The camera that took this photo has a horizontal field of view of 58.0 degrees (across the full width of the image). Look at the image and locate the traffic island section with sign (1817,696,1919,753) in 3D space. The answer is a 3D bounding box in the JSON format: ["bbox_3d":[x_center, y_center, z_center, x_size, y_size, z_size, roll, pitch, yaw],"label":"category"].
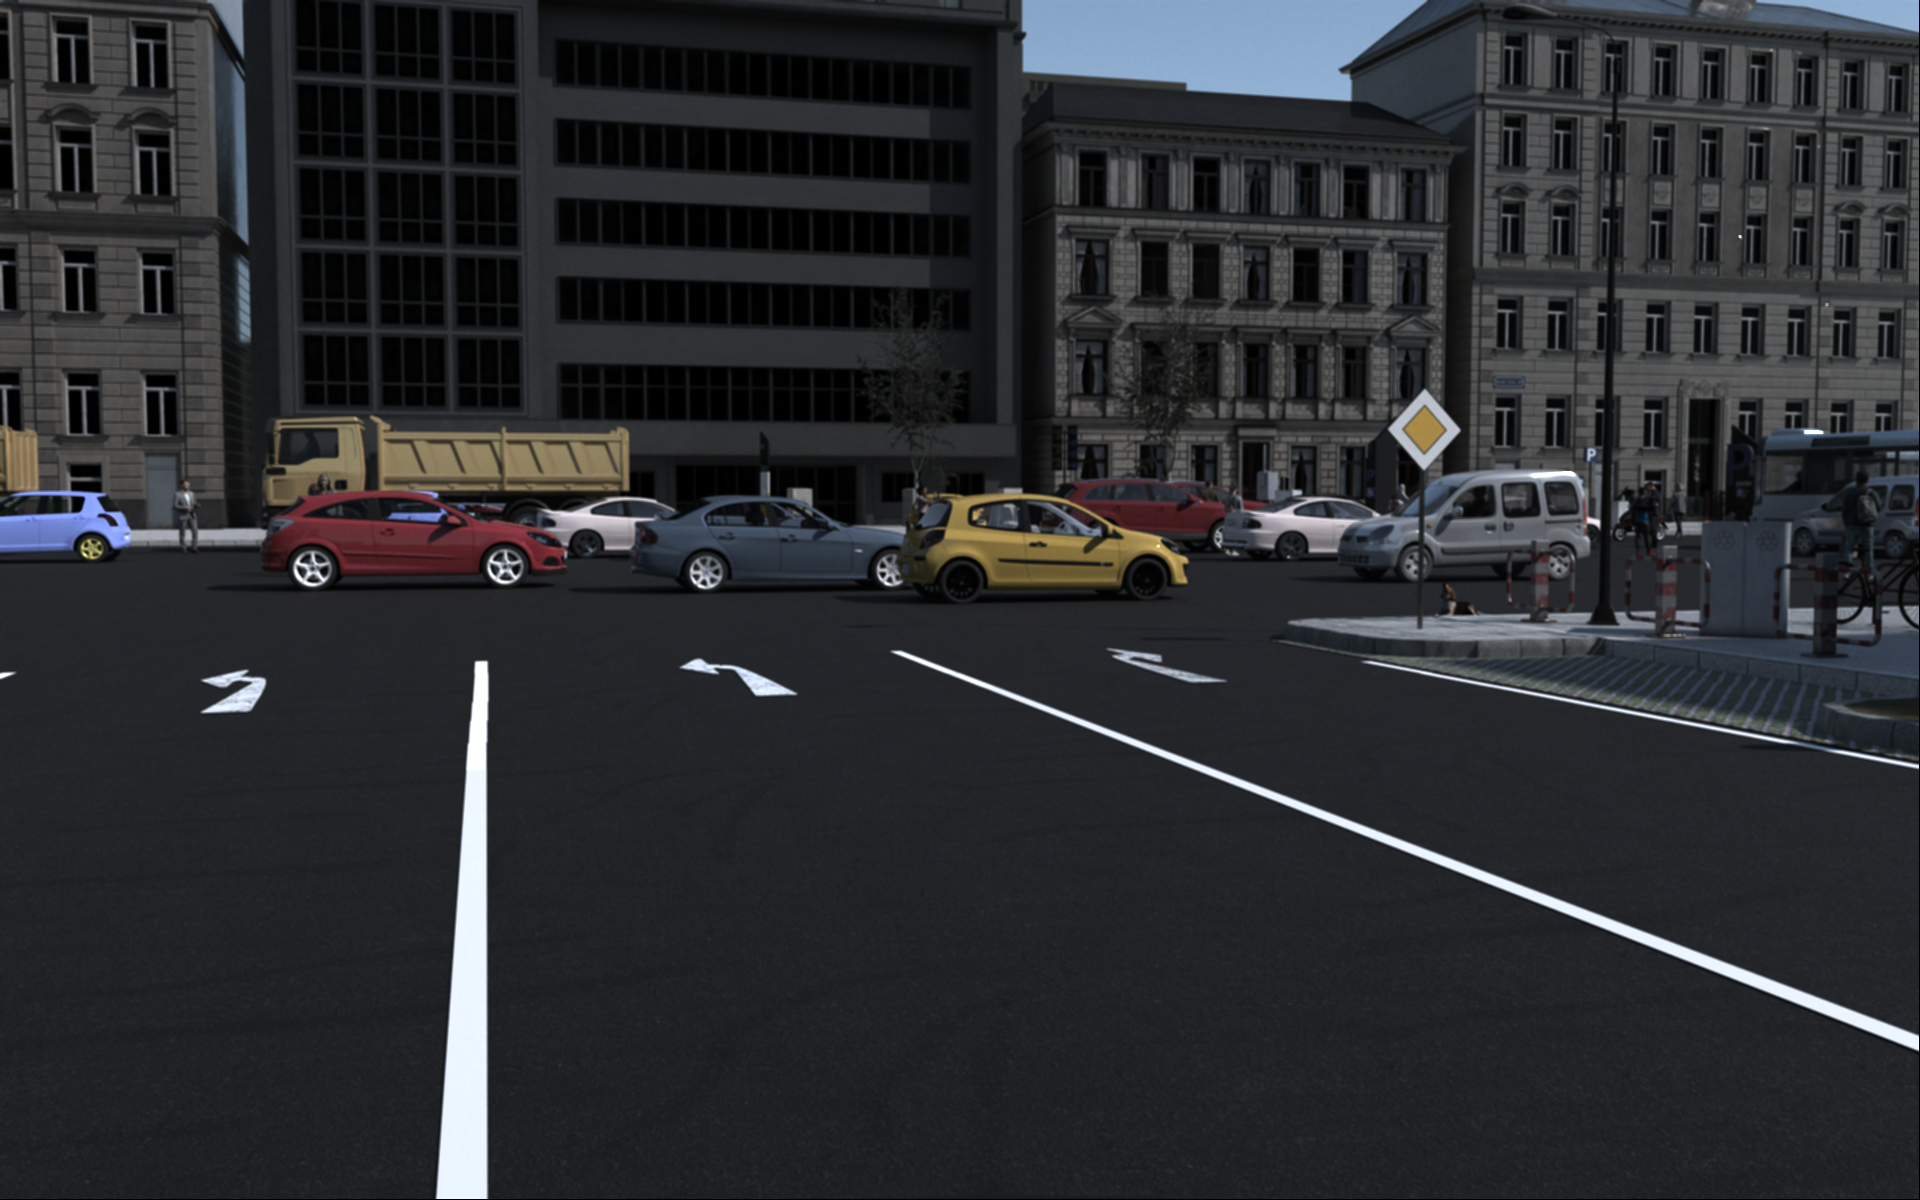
[{"bbox_3d":[6.181,-0.080,9.930,1.989,1.847,2.006,-1,4,-15],"label":"traffic island section with sign"}]

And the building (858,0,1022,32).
[{"bbox_3d":[-3.857,-27.417,131.862,14.154,41.232,14.086,-1,4,-15],"label":"building"}]

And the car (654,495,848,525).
[{"bbox_3d":[-4.503,-1.587,37.949,4.499,1.417,2.014,-1,4,-16],"label":"car"}]

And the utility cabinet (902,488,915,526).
[{"bbox_3d":[-1.939,-3.634,68.097,0.318,1.500,1.173,-1,4,-22],"label":"utility cabinet"}]

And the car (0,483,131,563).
[{"bbox_3d":[-19.540,-1.644,36.478,3.694,1.707,1.945,-1,4,-16],"label":"car"}]

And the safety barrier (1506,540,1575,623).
[{"bbox_3d":[5.802,-0.187,17.339,0.300,0.817,1.120,-1,4,-15],"label":"safety barrier"}]

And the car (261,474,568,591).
[{"bbox_3d":[-8.349,-1.077,26.644,4.494,1.783,2.155,-1,4,-15],"label":"car"}]

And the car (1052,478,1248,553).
[{"bbox_3d":[4.606,-2.070,42.525,5.304,1.827,2.281,-1,4,-14],"label":"car"}]

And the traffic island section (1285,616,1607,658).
[{"bbox_3d":[4.391,0.354,16.489,2.009,0.180,2.903,-1,4,-15],"label":"traffic island section"}]

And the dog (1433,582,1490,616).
[{"bbox_3d":[5.851,0.002,20.158,0.748,0.427,0.550,1,4,9],"label":"dog"}]

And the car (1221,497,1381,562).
[{"bbox_3d":[8.123,-1.562,37.908,4.827,1.381,2.083,-1,4,-14],"label":"car"}]

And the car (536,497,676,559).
[{"bbox_3d":[-7.263,-1.670,39.674,4.827,1.381,2.083,-1,4,-16],"label":"car"}]

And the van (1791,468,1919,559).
[{"bbox_3d":[20.985,-1.998,39.672,2.013,2.044,4.112,-1,4,-17],"label":"van"}]

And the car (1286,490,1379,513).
[{"bbox_3d":[9.376,-2.072,43.663,2.009,1.686,4.222,-1,4,-15],"label":"car"}]

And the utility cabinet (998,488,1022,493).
[{"bbox_3d":[1.876,-3.462,65.276,0.318,1.500,1.173,3,4,38],"label":"utility cabinet"}]

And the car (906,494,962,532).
[{"bbox_3d":[-0.423,-2.530,51.597,2.015,1.641,3.980,-1,4,-15],"label":"car"}]

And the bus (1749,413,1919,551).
[{"bbox_3d":[23.956,-2.833,41.174,2.948,3.499,13.247,-1,4,-16],"label":"bus"}]

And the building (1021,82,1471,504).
[{"bbox_3d":[11.305,-13.021,77.529,19.286,19.102,10.561,-1,4,-15],"label":"building"}]

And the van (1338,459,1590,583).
[{"bbox_3d":[8.384,-1.342,28.960,4.112,2.044,2.013,-1,4,-15],"label":"van"}]

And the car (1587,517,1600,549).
[{"bbox_3d":[14.759,-2.039,45.700,4.827,1.381,2.083,-1,4,-14],"label":"car"}]

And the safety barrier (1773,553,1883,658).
[{"bbox_3d":[6.813,0.040,13.627,0.300,0.817,1.120,-1,4,-15],"label":"safety barrier"}]

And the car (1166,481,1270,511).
[{"bbox_3d":[7.188,-2.692,52.691,5.304,1.827,2.281,-1,4,-16],"label":"car"}]

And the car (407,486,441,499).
[{"bbox_3d":[-11.637,-1.661,36.749,1.945,1.707,3.694,-1,4,-16],"label":"car"}]

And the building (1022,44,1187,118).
[{"bbox_3d":[0.568,-28.191,152.799,32.217,40.220,23.993,-1,4,-15],"label":"building"}]

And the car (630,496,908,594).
[{"bbox_3d":[-2.671,-0.857,26.009,4.499,1.417,2.014,-1,4,-16],"label":"car"}]

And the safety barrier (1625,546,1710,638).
[{"bbox_3d":[6.312,-0.074,15.481,0.300,0.817,1.120,-1,4,-15],"label":"safety barrier"}]

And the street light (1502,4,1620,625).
[{"bbox_3d":[5.816,-2.704,16.752,1.470,5.913,1.316,-1,4,-15],"label":"street light"}]

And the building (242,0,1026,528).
[{"bbox_3d":[-13.288,-15.525,72.907,30.058,24.678,14.314,-1,4,-15],"label":"building"}]

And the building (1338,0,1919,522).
[{"bbox_3d":[32.598,-17.546,84.139,25.104,27.353,12.463,-1,4,-15],"label":"building"}]

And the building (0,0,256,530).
[{"bbox_3d":[-39.889,-16.321,64.114,25.104,27.353,12.463,-1,4,-15],"label":"building"}]

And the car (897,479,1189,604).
[{"bbox_3d":[1.155,-0.822,23.656,3.980,1.641,2.015,-1,4,-15],"label":"car"}]

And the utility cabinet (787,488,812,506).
[{"bbox_3d":[-5.972,-3.425,64.672,0.318,1.500,1.173,2,4,32],"label":"utility cabinet"}]

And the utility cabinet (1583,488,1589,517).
[{"bbox_3d":[21.893,-3.253,61.857,0.318,1.500,1.173,-2,4,-29],"label":"utility cabinet"}]
